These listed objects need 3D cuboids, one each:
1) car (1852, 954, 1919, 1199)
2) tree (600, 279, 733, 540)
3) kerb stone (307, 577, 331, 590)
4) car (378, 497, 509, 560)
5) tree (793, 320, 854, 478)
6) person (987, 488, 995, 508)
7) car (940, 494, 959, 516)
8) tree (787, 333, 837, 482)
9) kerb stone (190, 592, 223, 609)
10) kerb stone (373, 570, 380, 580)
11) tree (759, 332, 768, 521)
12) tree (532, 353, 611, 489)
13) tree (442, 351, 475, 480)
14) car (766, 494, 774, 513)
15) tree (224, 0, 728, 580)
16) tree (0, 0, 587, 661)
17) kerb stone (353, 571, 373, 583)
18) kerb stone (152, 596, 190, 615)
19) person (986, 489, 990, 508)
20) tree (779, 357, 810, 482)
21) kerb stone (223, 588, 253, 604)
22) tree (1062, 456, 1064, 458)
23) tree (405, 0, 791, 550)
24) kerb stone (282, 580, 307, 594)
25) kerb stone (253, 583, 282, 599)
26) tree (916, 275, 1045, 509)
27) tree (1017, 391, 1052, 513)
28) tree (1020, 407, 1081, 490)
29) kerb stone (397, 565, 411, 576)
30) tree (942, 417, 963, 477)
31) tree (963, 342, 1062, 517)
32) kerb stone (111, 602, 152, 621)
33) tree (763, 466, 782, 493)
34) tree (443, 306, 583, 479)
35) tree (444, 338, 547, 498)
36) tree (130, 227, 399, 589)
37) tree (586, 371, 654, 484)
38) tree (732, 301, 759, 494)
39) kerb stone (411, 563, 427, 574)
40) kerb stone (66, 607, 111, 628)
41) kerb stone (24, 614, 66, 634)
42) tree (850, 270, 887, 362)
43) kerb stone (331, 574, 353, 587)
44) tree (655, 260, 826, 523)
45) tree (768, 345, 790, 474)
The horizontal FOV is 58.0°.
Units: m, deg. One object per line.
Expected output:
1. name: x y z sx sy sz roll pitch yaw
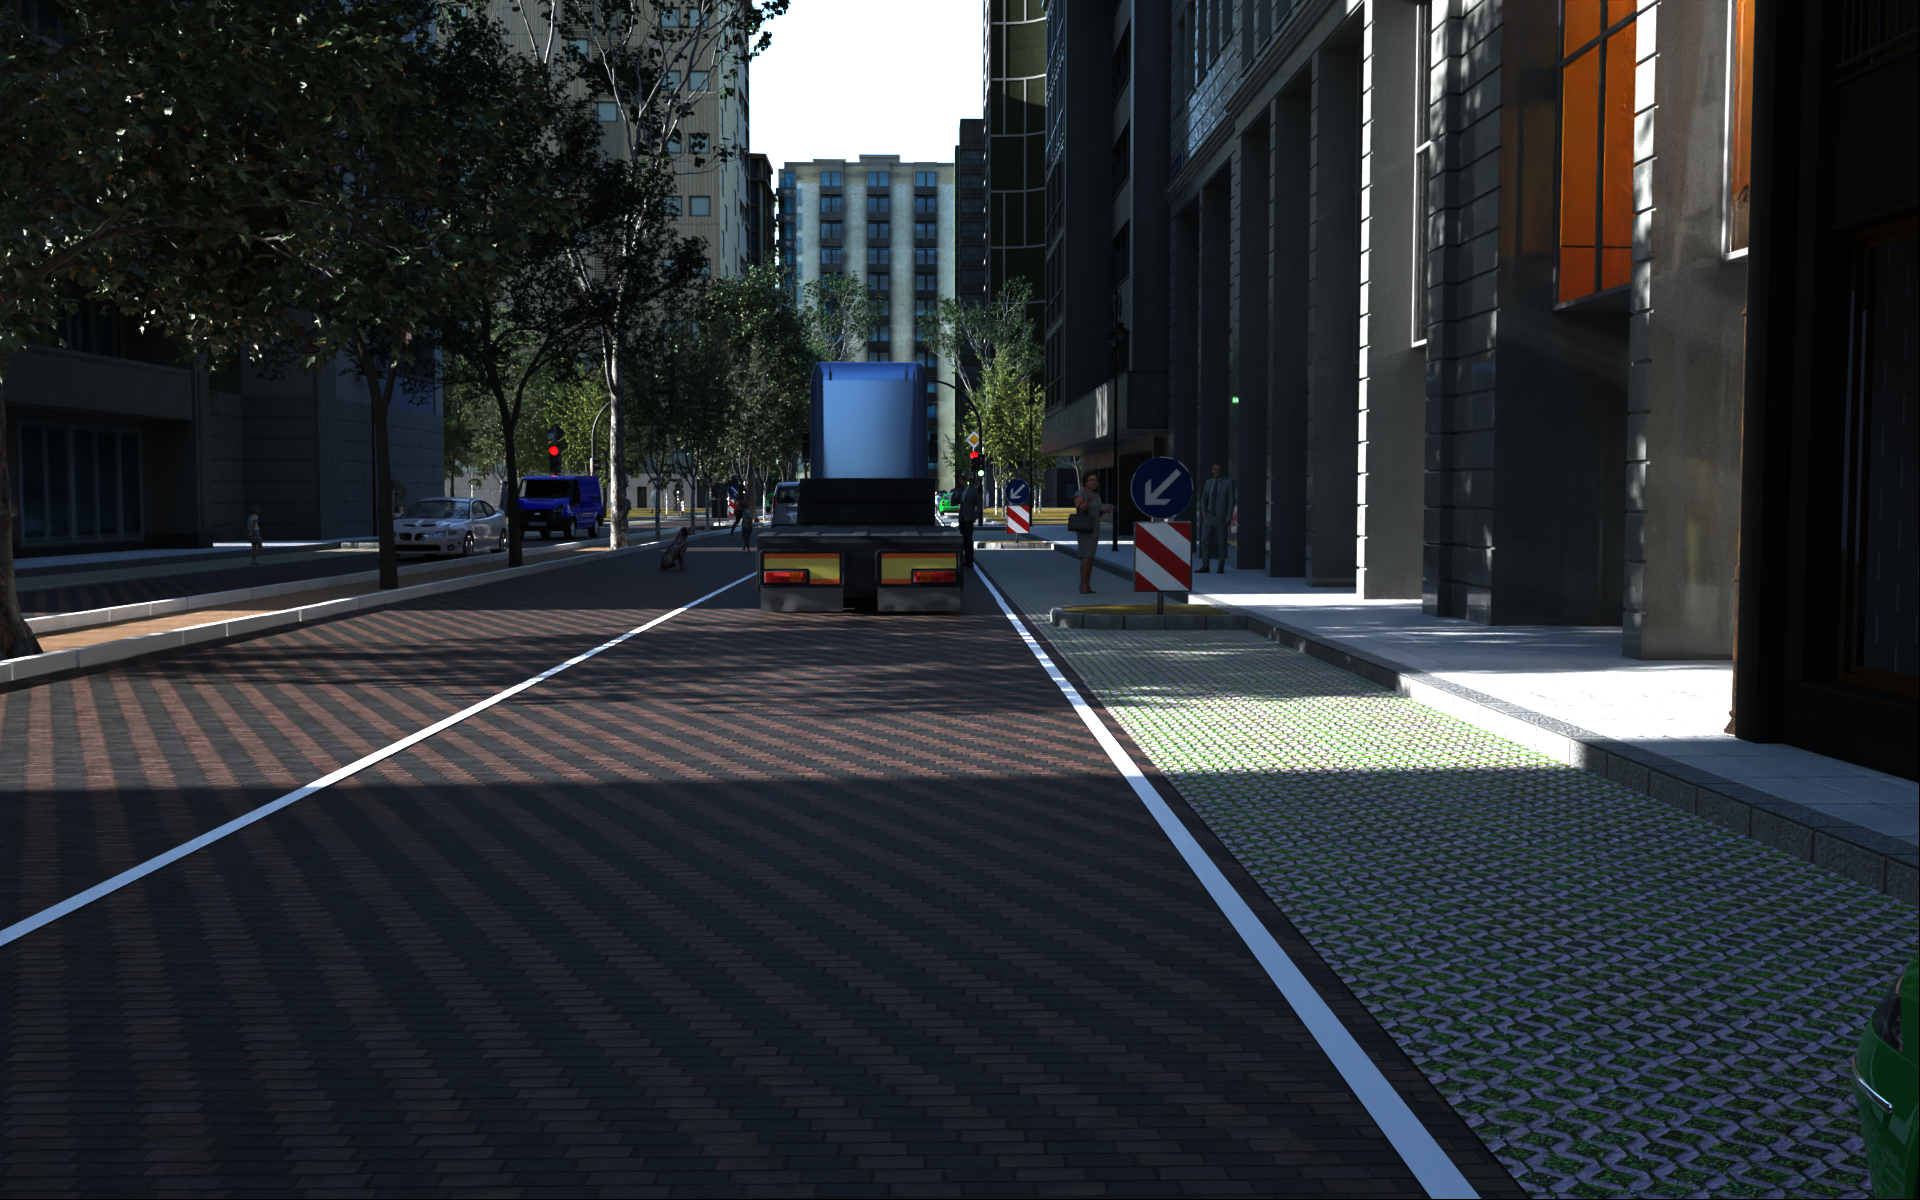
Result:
1. car: 2.283 0.494 0.712 1.959 1.807 4.718 0 4 -3
2. tree: -9.393 -6.171 53.710 4.360 8.622 3.978 0 3 0
3. kerb stone: -9.708 -0.231 25.972 0.120 0.150 1.000 0 4 -1
4. car: -11.507 -1.620 38.852 2.083 1.381 4.827 0 4 0
5. tree: -10.758 -12.732 120.987 12.009 13.543 11.850 0 3 0
6. person: 2.619 -9.619 163.283 1.348 1.831 0.705 -1 4 -9
7. car: -0.444 -6.483 114.786 1.959 1.807 4.718 0 4 0
8. tree: -10.698 -11.087 109.478 9.928 11.665 9.643 0 3 0
9. kerb stone: -9.603 0.020 21.876 0.120 0.150 1.000 0 4 -1
10. kerb stone: -9.776 -0.419 29.042 0.120 0.150 1.000 0 4 -1
11. tree: -9.548 -6.882 65.347 4.360 8.622 3.978 0 3 0
12. tree: -18.807 -8.374 87.273 4.737 8.622 4.395 0 3 0
13. tree: -36.741 -12.838 116.563 9.857 13.997 8.962 0 3 0
14. car: -14.351 -7.758 135.632 1.959 1.807 4.718 0 4 -1
15. tree: -8.627 -5.924 33.735 8.767 10.594 7.601 0 4 -1
16. tree: -8.441 -5.828 14.756 9.611 12.733 9.660 0 3 0
17. kerb stone: -9.752 -0.355 28.021 0.120 0.150 1.000 0 4 -1
18. kerb stone: -9.580 0.083 20.853 0.120 0.150 1.000 0 4 -1
19. person: 2.481 -9.366 159.852 0.551 1.740 0.621 0 4 -1
20. tree: -10.025 -9.957 99.673 8.767 10.594 7.601 0 4 -1
21. kerb stone: -9.632 -0.043 22.897 0.120 0.150 1.000 0 4 -1
22. tree: 5.137 -9.903 112.278 4.737 8.622 4.395 0 3 0
23. tree: -10.011 -11.402 44.772 12.611 20.169 13.585 0 3 0
24. kerb stone: -9.678 -0.168 24.943 0.120 0.150 1.000 0 4 -1
25. kerb stone: -9.647 -0.105 23.919 0.120 0.150 1.000 0 4 -1
26. tree: 3.527 -17.890 148.388 12.611 20.169 13.585 0 3 0
27. tree: 5.507 -10.389 120.226 4.360 8.622 3.978 0 3 0
28. tree: 8.881 -11.896 128.910 8.767 10.594 7.601 -2 4 -31
29. kerb stone: -9.792 -0.476 30.067 0.120 0.150 1.000 0 4 -1
30. tree: 2.281 -8.971 97.042 4.737 8.622 4.395 0 3 0
31. tree: 2.507 -8.153 83.660 4.737 8.622 4.395 0 3 0
32. kerb stone: -9.555 0.145 19.821 0.120 0.150 1.000 0 4 -1
33. tree: -22.242 -13.436 203.398 4.285 4.588 4.351 0 3 0
34. tree: -27.593 -11.430 105.007 7.486 12.596 7.792 0 3 0
35. tree: -21.312 -7.958 80.481 4.360 8.622 3.978 0 3 0
36. tree: -8.562 -5.454 26.048 8.767 10.594 7.601 0 4 -1
37. tree: -28.880 -13.957 146.326 7.486 12.596 7.792 0 3 0
38. tree: -9.265 -6.552 59.941 4.360 8.622 3.978 0 3 0
39. kerb stone: -9.819 -0.544 31.088 0.120 0.150 1.000 0 4 -1
40. kerb stone: -9.533 0.211 18.796 0.120 0.150 1.000 0 4 -1
41. kerb stone: -9.511 0.270 17.774 0.120 0.150 1.000 0 4 -1
42. tree: -12.408 -16.888 134.463 12.611 20.169 13.585 0 3 0
43. kerb stone: -9.729 -0.290 26.999 0.120 0.150 1.000 0 4 -1
44. tree: -10.217 -10.092 84.461 9.611 12.733 9.660 0 3 0
45. tree: -9.664 -7.627 77.524 4.360 8.622 3.978 0 3 0
